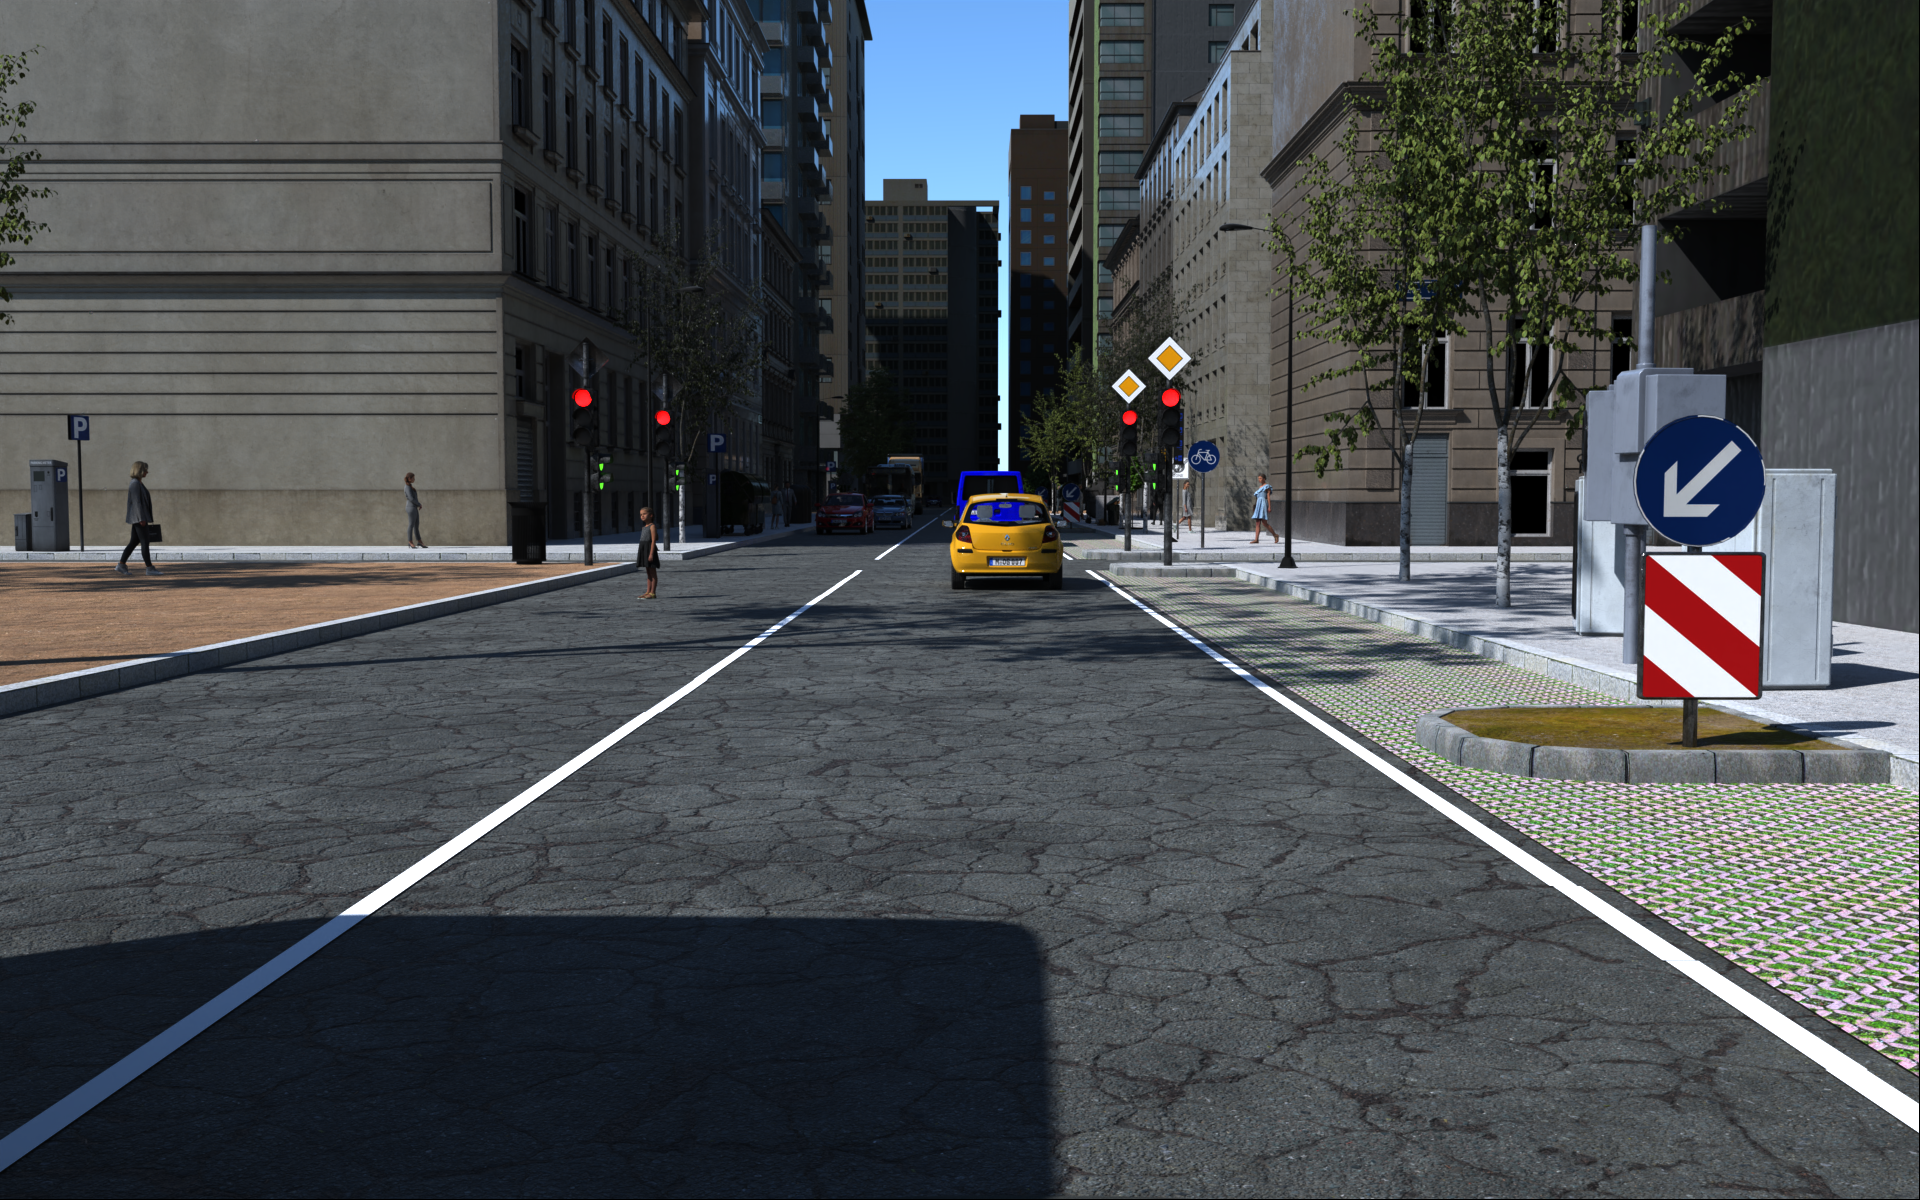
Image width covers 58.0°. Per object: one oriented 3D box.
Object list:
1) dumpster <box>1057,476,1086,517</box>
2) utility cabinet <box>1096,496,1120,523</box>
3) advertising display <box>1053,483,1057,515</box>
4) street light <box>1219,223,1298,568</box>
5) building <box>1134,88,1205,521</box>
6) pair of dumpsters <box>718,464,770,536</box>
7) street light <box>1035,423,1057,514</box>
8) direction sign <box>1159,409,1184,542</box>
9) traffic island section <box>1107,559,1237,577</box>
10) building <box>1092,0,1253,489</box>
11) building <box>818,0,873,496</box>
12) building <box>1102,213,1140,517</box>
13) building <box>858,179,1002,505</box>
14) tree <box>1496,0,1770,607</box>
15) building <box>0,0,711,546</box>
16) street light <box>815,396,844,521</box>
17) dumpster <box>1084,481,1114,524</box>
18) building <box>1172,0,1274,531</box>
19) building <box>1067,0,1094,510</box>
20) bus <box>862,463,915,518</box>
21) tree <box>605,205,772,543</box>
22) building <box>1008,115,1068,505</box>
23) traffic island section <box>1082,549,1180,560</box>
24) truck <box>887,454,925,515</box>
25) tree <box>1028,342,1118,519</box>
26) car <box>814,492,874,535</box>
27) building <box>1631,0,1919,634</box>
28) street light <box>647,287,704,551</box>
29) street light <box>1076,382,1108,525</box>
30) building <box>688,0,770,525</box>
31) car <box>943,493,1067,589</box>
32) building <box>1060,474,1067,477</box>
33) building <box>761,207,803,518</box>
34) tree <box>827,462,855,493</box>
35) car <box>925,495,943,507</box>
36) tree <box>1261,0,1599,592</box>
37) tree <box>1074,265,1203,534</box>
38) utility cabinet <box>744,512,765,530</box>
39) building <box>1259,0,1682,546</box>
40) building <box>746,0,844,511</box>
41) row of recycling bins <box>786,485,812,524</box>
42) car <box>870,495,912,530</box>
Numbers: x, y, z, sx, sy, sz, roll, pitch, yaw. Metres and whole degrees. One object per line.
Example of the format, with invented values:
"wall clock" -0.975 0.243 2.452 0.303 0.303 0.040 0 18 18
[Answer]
"dumpster" 6.234 -5.761 96.688 1.502 2.255 1.985 0 4 0
"utility cabinet" 6.329 -3.851 74.118 1.020 1.237 0.306 1 4 16
"advertising display" 5.785 -6.130 105.440 0.123 1.923 0.974 1 4 9
"street light" 5.148 -3.507 29.883 1.470 5.913 1.316 0 4 0
"building" 14.297 -14.471 85.746 9.793 20.994 18.267 0 4 0
"pair of dumpsters" -6.999 -3.196 54.748 1.574 2.255 4.437 0 4 1
"street light" 5.649 -8.655 114.052 1.470 5.913 1.316 0 4 0
"direction sign" 5.644 -3.320 46.279 0.379 3.537 0.876 -3 4 -38
"traffic island section" 3.748 -0.537 31.054 2.009 0.180 2.903 0 4 0
"building" 16.742 -27.164 127.726 14.154 41.232 14.086 0 4 0
"building" -23.186 -35.656 172.212 27.495 52.752 28.713 0 4 0
"building" 14.565 -14.674 104.543 10.561 19.102 19.286 0 4 0
"building" -6.869 -32.068 216.198 23.993 40.220 32.217 0 4 0
"tree" 6.250 -4.211 19.212 4.737 8.622 4.395 0 3 0
"building" -18.305 -13.633 56.185 16.112 22.955 30.059 0 4 0
"street light" -6.211 -6.708 82.210 1.470 5.913 1.316 0 4 0
"dumpster" 6.106 -4.263 75.462 1.264 1.857 1.865 0 4 0
"building" 14.525 -13.045 68.029 10.420 20.320 16.860 0 4 0
"building" 20.293 -31.901 145.288 21.300 48.544 21.600 0 4 0
"bus" -4.034 -6.561 102.129 2.948 3.499 13.247 0 4 -1
"tree" -7.063 -5.806 45.291 4.360 8.622 3.978 0 3 0
"building" 13.029 -34.103 207.698 14.200 45.320 14.600 0 4 0
"traffic island section" 3.803 -1.025 39.039 2.009 0.180 2.903 0 4 0
"truck" -3.831 -8.182 122.695 2.839 4.237 11.283 0 4 -1
"tree" 6.138 -8.117 83.074 4.737 8.622 4.395 0 3 0
"car" -4.134 -3.272 62.545 2.155 1.783 4.494 0 4 2
"building" 15.848 -15.205 20.304 14.160 30.474 14.107 0 4 0
"street light" -6.431 -4.059 38.911 1.470 5.913 1.316 0 4 0
"street light" 5.494 -6.070 71.786 1.470 5.913 1.316 0 4 0
"building" -16.619 -18.051 81.039 13.634 28.700 20.117 0 4 0
"car" 0.720 -1.054 27.456 2.015 1.641 3.980 0 4 1
"building" 22.287 -33.739 171.240 23.786 49.044 30.456 0 4 0
"building" -15.302 -14.456 100.988 10.561 19.102 19.286 0 4 0
"tree" -7.133 -6.681 103.842 1.663 3.219 1.824 0 3 0
"car" -2.833 -10.752 188.368 1.945 1.354 3.894 0 4 0
"tree" 6.591 -4.605 25.657 4.737 8.622 4.395 0 3 0
"tree" 5.999 -6.481 56.325 4.360 8.622 3.978 0 3 0
"utility cabinet" -7.387 -3.272 62.174 0.318 1.500 1.173 1 4 18
"building" 21.596 -15.283 47.136 25.104 27.353 12.463 0 4 0
"building" -21.245 -31.176 129.343 23.786 49.044 30.456 0 4 0
"row of recycling bins" -7.119 -4.251 76.621 1.069 1.692 3.534 0 4 2
"car" -2.947 -3.626 71.291 2.014 1.417 4.499 0 4 2
